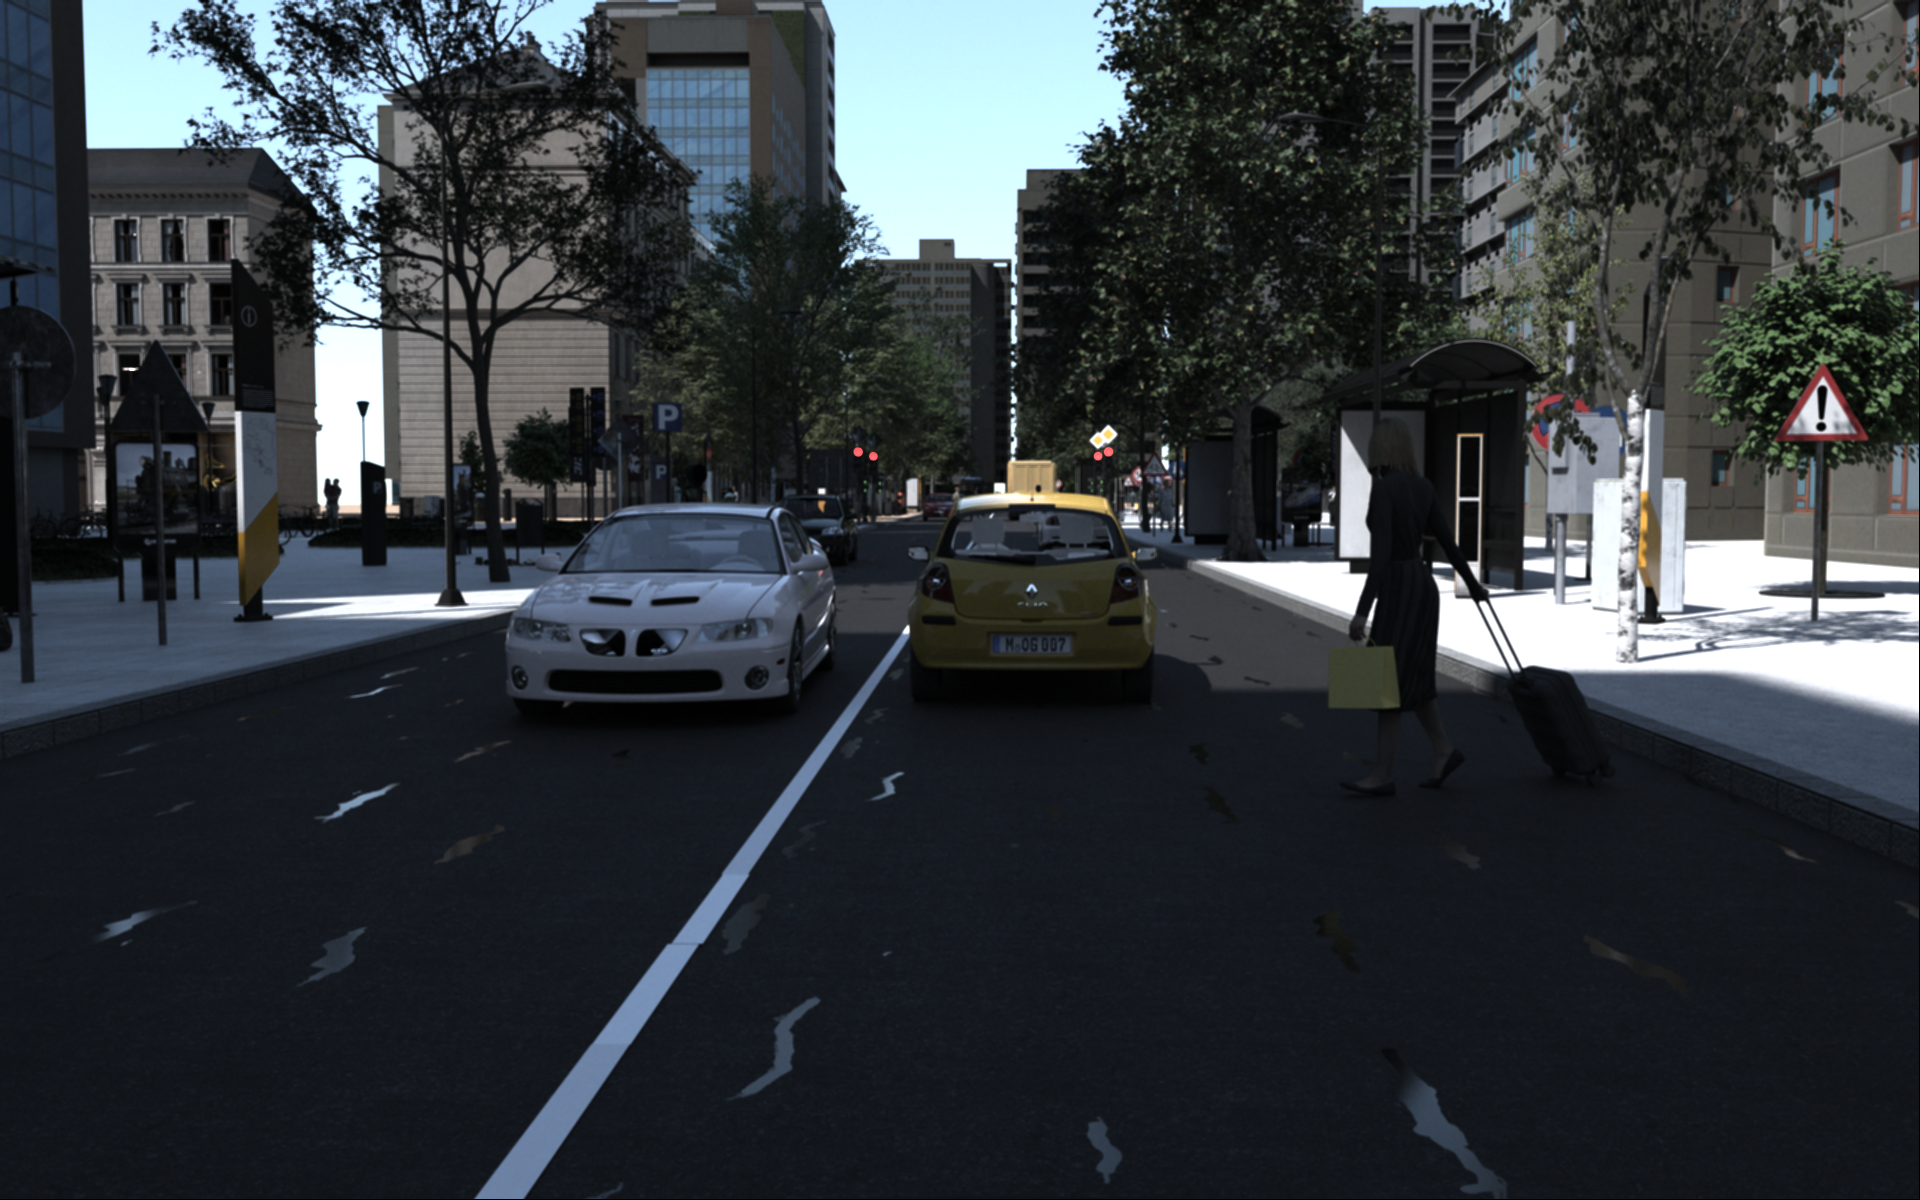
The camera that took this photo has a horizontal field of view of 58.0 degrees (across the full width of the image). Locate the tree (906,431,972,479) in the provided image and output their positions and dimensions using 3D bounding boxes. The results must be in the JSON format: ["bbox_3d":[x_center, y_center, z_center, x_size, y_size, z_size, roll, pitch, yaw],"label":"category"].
[{"bbox_3d":[-2.725,-14.704,174.824,8.767,10.594,7.601,-1,4,-10],"label":"tree"}]

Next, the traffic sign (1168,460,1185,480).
[{"bbox_3d":[8.072,-3.913,64.089,0.768,2.556,0.104,0,4,3],"label":"traffic sign"}]

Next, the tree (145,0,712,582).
[{"bbox_3d":[-7.073,-5.545,25.067,7.601,10.594,8.767,0,4,5],"label":"tree"}]

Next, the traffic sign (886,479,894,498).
[{"bbox_3d":[-5.955,-8.886,145.386,0.768,2.556,0.104,1,4,10],"label":"traffic sign"}]

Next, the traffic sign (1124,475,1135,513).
[{"bbox_3d":[11.461,-7.208,117.857,0.884,2.594,0.081,0,4,7],"label":"traffic sign"}]

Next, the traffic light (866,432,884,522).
[{"bbox_3d":[-3.871,-5.466,78.294,0.839,4.253,0.868,0,4,2],"label":"traffic light"}]

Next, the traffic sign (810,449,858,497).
[{"bbox_3d":[-5.704,-5.167,78.361,2.265,3.308,0.079,1,4,10],"label":"traffic sign"}]

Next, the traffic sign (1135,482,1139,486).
[{"bbox_3d":[11.432,-6.703,109.696,0.768,2.556,0.104,0,4,3],"label":"traffic sign"}]

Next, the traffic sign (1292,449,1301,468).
[{"bbox_3d":[9.324,-2.845,46.628,0.768,2.556,0.104,1,4,9],"label":"traffic sign"}]

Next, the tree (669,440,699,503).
[{"bbox_3d":[-10.028,-4.105,61.723,1.663,3.219,1.824,0,3,0],"label":"tree"}]

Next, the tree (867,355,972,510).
[{"bbox_3d":[-2.869,-13.541,138.399,9.611,12.733,9.660,0,3,0],"label":"tree"}]

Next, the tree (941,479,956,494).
[{"bbox_3d":[-1.116,-12.724,202.639,1.663,3.219,1.824,0,3,0],"label":"tree"}]

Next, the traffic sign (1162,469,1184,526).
[{"bbox_3d":[8.236,-4.099,67.024,0.884,2.594,0.081,0,4,4],"label":"traffic sign"}]

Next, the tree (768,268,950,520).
[{"bbox_3d":[-5.169,-10.291,86.380,7.486,12.596,7.792,0,3,0],"label":"tree"}]

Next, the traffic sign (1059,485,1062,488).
[{"bbox_3d":[8.605,-9.332,152.684,0.768,2.556,0.104,0,4,6],"label":"traffic sign"}]

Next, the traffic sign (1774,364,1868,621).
[{"bbox_3d":[8.623,-1.064,17.403,0.884,2.594,0.081,1,4,9],"label":"traffic sign"}]

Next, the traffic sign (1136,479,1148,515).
[{"bbox_3d":[11.097,-6.468,105.855,0.768,2.556,0.104,0,4,3],"label":"traffic sign"}]

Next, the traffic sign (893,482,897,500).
[{"bbox_3d":[-5.527,-9.016,147.511,0.768,2.556,0.104,0,4,6],"label":"traffic sign"}]

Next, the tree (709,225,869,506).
[{"bbox_3d":[-5.149,-6.002,48.497,4.737,8.622,4.395,0,3,0],"label":"tree"}]

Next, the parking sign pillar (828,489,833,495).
[{"bbox_3d":[-7.129,-6.643,97.090,1.447,3.967,1.447,2,4,30],"label":"parking sign pillar"}]

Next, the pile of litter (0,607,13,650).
[{"bbox_3d":[-8.344,0.012,13.764,1.176,0.858,1.719,2,4,29],"label":"pile of litter"}]

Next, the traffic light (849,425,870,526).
[{"bbox_3d":[-4.089,-4.978,70.312,0.839,4.253,0.868,0,4,2],"label":"traffic light"}]

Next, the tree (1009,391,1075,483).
[{"bbox_3d":[10.089,-17.496,192.712,9.857,13.997,8.962,0,3,0],"label":"tree"}]

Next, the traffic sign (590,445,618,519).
[{"bbox_3d":[-7.719,-2.299,37.698,0.768,2.556,0.104,1,4,10],"label":"traffic sign"}]

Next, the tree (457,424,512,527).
[{"bbox_3d":[-13.523,-3.258,47.865,1.663,3.219,1.824,0,3,0],"label":"tree"}]

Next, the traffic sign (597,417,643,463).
[{"bbox_3d":[-5.820,-1.827,29.608,0.795,2.593,0.064,0,4,6],"label":"traffic sign"}]

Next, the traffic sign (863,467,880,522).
[{"bbox_3d":[-4.102,-4.893,80.108,0.768,2.556,0.104,1,4,11],"label":"traffic sign"}]

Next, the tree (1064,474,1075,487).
[{"bbox_3d":[9.478,-9.254,145.906,1.663,3.219,1.824,0,3,0],"label":"tree"}]

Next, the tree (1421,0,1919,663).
[{"bbox_3d":[5.306,-3.835,13.071,4.360,8.622,3.978,0,3,0],"label":"tree"}]

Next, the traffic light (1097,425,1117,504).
[{"bbox_3d":[5.969,-4.962,70.055,0.839,4.253,0.868,0,4,2],"label":"traffic light"}]

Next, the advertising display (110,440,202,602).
[{"bbox_3d":[-9.660,-0.956,20.843,0.974,1.923,0.123,-3,4,-38],"label":"advertising display"}]

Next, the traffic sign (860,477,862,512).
[{"bbox_3d":[-7.238,-7.756,126.918,0.768,2.556,0.104,1,4,9],"label":"traffic sign"}]

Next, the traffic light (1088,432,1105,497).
[{"bbox_3d":[6.187,-5.451,78.037,0.839,4.253,0.868,0,4,2],"label":"traffic light"}]

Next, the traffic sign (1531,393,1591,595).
[{"bbox_3d":[7.563,-1.330,21.859,0.768,2.556,0.104,0,4,8],"label":"traffic sign"}]

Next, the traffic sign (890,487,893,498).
[{"bbox_3d":[-6.060,-9.248,151.316,0.768,2.556,0.104,0,4,6],"label":"traffic sign"}]

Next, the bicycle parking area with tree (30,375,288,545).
[{"bbox_3d":[-21.524,-3.494,44.126,9.016,4.147,8.231,-1,4,-13],"label":"bicycle parking area with tree"}]

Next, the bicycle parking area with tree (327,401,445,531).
[{"bbox_3d":[-20.878,-4.097,53.989,8.231,4.147,9.016,1,4,22],"label":"bicycle parking area with tree"}]

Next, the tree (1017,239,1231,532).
[{"bbox_3d":[5.912,-7.542,57.731,7.601,10.594,8.767,0,4,6],"label":"tree"}]

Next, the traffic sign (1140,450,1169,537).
[{"bbox_3d":[5.780,-3.150,51.510,0.884,2.594,0.081,0,4,6],"label":"traffic sign"}]

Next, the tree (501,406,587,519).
[{"bbox_3d":[-15.484,-4.956,64.738,4.285,4.588,4.351,0,3,0],"label":"tree"}]

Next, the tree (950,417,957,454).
[{"bbox_3d":[-4.246,-12.338,119.847,7.486,12.596,7.792,0,3,0],"label":"tree"}]

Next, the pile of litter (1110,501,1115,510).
[{"bbox_3d":[9.769,-5.893,110.312,1.719,0.858,1.176,3,4,37],"label":"pile of litter"}]

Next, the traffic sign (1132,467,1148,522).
[{"bbox_3d":[8.381,-4.922,80.587,0.768,2.556,0.104,1,4,11],"label":"traffic sign"}]

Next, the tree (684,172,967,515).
[{"bbox_3d":[-5.375,-8.012,56.749,9.928,11.665,9.643,0,3,0],"label":"tree"}]

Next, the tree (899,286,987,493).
[{"bbox_3d":[-3.595,-18.627,160.446,12.611,20.169,13.585,0,3,0],"label":"tree"}]

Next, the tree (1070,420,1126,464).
[{"bbox_3d":[8.789,-9.956,113.137,4.737,8.622,4.395,0,3,0],"label":"tree"}]

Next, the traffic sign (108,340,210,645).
[{"bbox_3d":[-6.775,-0.895,14.645,0.884,2.594,0.081,0,4,5],"label":"traffic sign"}]

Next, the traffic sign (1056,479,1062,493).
[{"bbox_3d":[8.100,-8.824,144.383,0.768,2.556,0.104,0,4,6],"label":"traffic sign"}]

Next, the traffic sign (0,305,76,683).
[{"bbox_3d":[-6.354,-0.711,11.729,0.768,2.556,0.104,0,4,3],"label":"traffic sign"}]

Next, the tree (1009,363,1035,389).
[{"bbox_3d":[12.589,-21.591,208.894,12.611,20.169,13.585,0,3,0],"label":"tree"}]

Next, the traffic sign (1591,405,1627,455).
[{"bbox_3d":[9.317,-1.524,25.024,0.768,2.556,0.104,0,4,8],"label":"traffic sign"}]

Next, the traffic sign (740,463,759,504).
[{"bbox_3d":[-8.381,-4.205,68.853,0.768,2.556,0.104,0,4,4],"label":"traffic sign"}]

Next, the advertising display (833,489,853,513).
[{"bbox_3d":[-5.352,-4.539,79.421,0.974,1.923,0.123,-2,4,-30],"label":"advertising display"}]

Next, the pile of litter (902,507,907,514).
[{"bbox_3d":[-4.134,-6.064,113.108,1.719,0.858,1.176,-3,5,-42],"label":"pile of litter"}]

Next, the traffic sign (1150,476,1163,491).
[{"bbox_3d":[11.613,-6.262,102.482,0.768,2.556,0.104,1,4,11],"label":"traffic sign"}]

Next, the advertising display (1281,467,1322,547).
[{"bbox_3d":[8.296,-2.255,42.076,0.974,1.923,0.123,0,4,8],"label":"advertising display"}]

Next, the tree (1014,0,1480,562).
[{"bbox_3d":[5.318,-7.097,33.039,9.611,12.733,9.660,0,3,0],"label":"tree"}]

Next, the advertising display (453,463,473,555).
[{"bbox_3d":[-10.514,-1.911,36.456,0.123,1.923,0.974,0,4,8],"label":"advertising display"}]

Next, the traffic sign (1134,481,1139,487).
[{"bbox_3d":[12.371,-7.282,119.172,0.768,2.556,0.104,0,4,3],"label":"traffic sign"}]
